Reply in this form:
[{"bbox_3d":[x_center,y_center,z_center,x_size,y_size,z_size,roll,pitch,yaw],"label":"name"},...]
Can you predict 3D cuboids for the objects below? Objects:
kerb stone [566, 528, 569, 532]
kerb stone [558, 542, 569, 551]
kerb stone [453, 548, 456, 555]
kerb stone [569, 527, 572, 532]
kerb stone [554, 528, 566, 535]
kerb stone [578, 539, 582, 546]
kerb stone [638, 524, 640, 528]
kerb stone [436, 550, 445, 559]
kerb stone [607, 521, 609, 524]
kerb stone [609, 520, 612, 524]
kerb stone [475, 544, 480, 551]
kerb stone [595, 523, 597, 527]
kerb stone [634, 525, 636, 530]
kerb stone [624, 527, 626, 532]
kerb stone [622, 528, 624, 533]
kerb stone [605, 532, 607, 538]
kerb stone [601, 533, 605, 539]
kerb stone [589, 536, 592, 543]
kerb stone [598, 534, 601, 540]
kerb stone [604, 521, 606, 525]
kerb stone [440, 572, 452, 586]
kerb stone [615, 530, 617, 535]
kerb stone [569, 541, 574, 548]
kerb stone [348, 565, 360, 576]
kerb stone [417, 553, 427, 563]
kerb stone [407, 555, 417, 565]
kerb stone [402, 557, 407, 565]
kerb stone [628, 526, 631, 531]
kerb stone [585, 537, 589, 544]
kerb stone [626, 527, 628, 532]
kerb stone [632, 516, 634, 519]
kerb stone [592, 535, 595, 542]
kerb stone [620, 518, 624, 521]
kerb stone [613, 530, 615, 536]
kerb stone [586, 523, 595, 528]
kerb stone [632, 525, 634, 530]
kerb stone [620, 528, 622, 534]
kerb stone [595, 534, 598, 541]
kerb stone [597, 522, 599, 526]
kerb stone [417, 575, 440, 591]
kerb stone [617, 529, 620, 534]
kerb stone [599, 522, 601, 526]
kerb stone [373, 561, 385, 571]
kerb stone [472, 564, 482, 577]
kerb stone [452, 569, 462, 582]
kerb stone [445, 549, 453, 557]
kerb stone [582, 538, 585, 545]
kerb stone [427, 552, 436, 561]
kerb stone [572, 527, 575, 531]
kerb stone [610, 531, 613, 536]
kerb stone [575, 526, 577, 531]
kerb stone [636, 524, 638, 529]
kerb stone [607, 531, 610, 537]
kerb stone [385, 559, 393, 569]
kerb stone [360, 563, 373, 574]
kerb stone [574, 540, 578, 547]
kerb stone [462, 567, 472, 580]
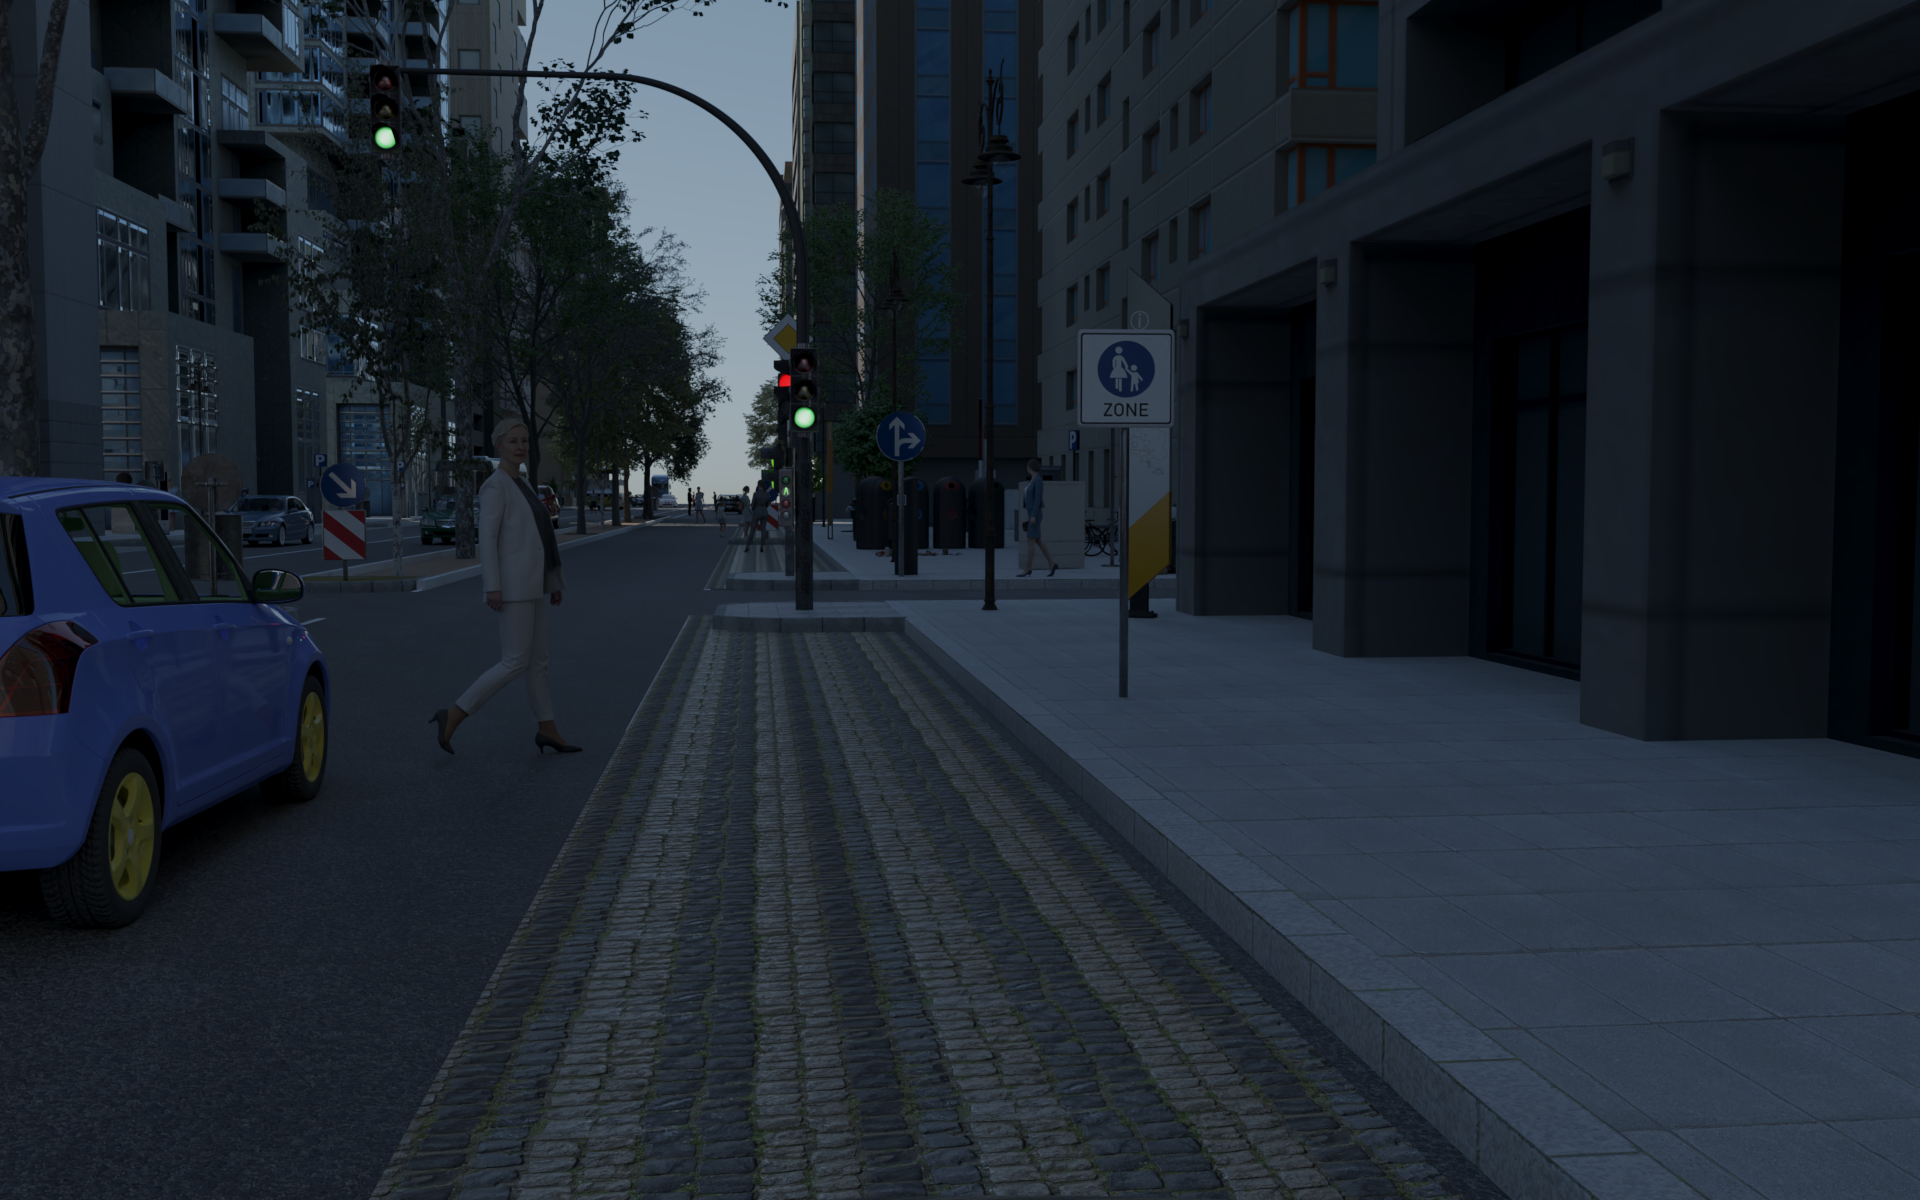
[{"bbox_3d":[-14.580,-2.537,63.668,0.120,0.150,1.000,0,4,-7],"label":"kerb stone"},{"bbox_3d":[-10.226,-1.366,44.530,0.120,0.150,1.000,0,4,-7],"label":"kerb stone"},{"bbox_3d":[-11.824,-1.101,40.270,0.120,0.150,1.000,0,4,-7],"label":"kerb stone"},{"bbox_3d":[-14.708,-2.599,64.686,0.120,0.150,1.000,0,4,-7],"label":"kerb stone"},{"bbox_3d":[-14.473,-2.474,62.652,0.120,0.150,1.000,0,4,-7],"label":"kerb stone"},{"bbox_3d":[-10.577,-1.553,47.588,0.120,0.150,1.000,0,4,-7],"label":"kerb stone"},{"bbox_3d":[-13.336,-2.985,71.000,0.120,0.150,1.000,0,4,-7],"label":"kerb stone"},{"bbox_3d":[-11.587,-0.981,38.230,0.120,0.150,1.000,0,4,-7],"label":"kerb stone"},{"bbox_3d":[-16.621,-3.592,80.978,0.120,0.150,1.000,0,4,-7],"label":"kerb stone"},{"bbox_3d":[-16.853,-3.720,83.015,0.120,0.150,1.000,0,4,-7],"label":"kerb stone"},{"bbox_3d":[-12.317,-1.352,44.350,0.120,0.150,1.000,0,4,-7],"label":"kerb stone"},{"bbox_3d":[-15.901,-3.217,74.876,0.120,0.150,1.000,0,4,-7],"label":"kerb stone"},{"bbox_3d":[-13.095,-2.858,68.961,0.120,0.150,1.000,0,4,-7],"label":"kerb stone"},{"bbox_3d":[-12.494,-2.549,63.876,0.120,0.150,1.000,0,4,-7],"label":"kerb stone"},{"bbox_3d":[-12.371,-2.487,62.861,0.120,0.150,1.000,0,4,-7],"label":"kerb stone"},{"bbox_3d":[-11.537,-2.047,55.727,0.120,0.150,1.000,0,4,-7],"label":"kerb stone"},{"bbox_3d":[-11.414,-1.988,54.707,0.120,0.150,1.000,0,4,-7],"label":"kerb stone"},{"bbox_3d":[-10.942,-1.740,50.642,0.120,0.150,1.000,0,4,-7],"label":"kerb stone"},{"bbox_3d":[-11.302,-1.925,53.691,0.120,0.150,1.000,0,4,-7],"label":"kerb stone"},{"bbox_3d":[-16.378,-3.471,78.948,0.120,0.150,1.000,0,4,-7],"label":"kerb stone"},{"bbox_3d":[-8.186,-0.306,27.239,0.120,0.150,1.000,0,4,-7],"label":"kerb stone"},{"bbox_3d":[-12.015,-2.300,59.798,0.120,0.150,1.000,0,4,-7],"label":"kerb stone"},{"bbox_3d":[-10.341,-1.428,45.550,0.120,0.150,1.000,0,4,-7],"label":"kerb stone"},{"bbox_3d":[-10.643,-0.483,30.100,0.120,0.150,1.000,0,4,-7],"label":"kerb stone"},{"bbox_3d":[-11.354,-0.857,36.200,0.120,0.150,1.000,0,4,-7],"label":"kerb stone"},{"bbox_3d":[-11.243,-0.792,35.184,0.120,0.150,1.000,0,4,-7],"label":"kerb stone"},{"bbox_3d":[-11.117,-0.731,34.170,0.120,0.150,1.000,0,4,-7],"label":"kerb stone"},{"bbox_3d":[-12.729,-2.674,65.916,0.120,0.150,1.000,0,4,-7],"label":"kerb stone"},{"bbox_3d":[-10.826,-1.676,49.621,0.120,0.150,1.000,0,4,-7],"label":"kerb stone"},{"bbox_3d":[-12.620,-2.611,64.891,0.120,0.150,1.000,0,4,-7],"label":"kerb stone"},{"bbox_3d":[-18.771,-4.716,99.305,0.120,0.150,1.000,0,4,-7],"label":"kerb stone"},{"bbox_3d":[-11.060,-1.802,51.657,0.120,0.150,1.000,0,4,-7],"label":"kerb stone"},{"bbox_3d":[-18.057,-4.341,93.191,0.120,0.150,1.000,0,4,-7],"label":"kerb stone"},{"bbox_3d":[-11.898,-2.238,58.783,0.120,0.150,1.000,0,4,-7],"label":"kerb stone"},{"bbox_3d":[-15.774,-3.160,73.862,0.120,0.150,1.000,0,4,-7],"label":"kerb stone"},{"bbox_3d":[-12.966,-2.798,67.946,0.120,0.150,1.000,0,4,-7],"label":"kerb stone"},{"bbox_3d":[-12.256,-2.425,61.837,0.120,0.150,1.000,0,4,-7],"label":"kerb stone"},{"bbox_3d":[-11.184,-1.864,52.672,0.120,0.150,1.000,0,4,-7],"label":"kerb stone"},{"bbox_3d":[-16.022,-3.284,75.891,0.120,0.150,1.000,0,4,-7],"label":"kerb stone"},{"bbox_3d":[-8.067,-0.246,26.218,0.120,0.150,1.000,0,4,-7],"label":"kerb stone"},{"bbox_3d":[-12.141,-2.362,60.821,0.120,0.150,1.000,0,4,-7],"label":"kerb stone"},{"bbox_3d":[-16.144,-3.346,76.910,0.120,0.150,1.000,0,4,-7],"label":"kerb stone"},{"bbox_3d":[-10.878,-0.608,32.135,0.120,0.150,1.000,0,4,-7],"label":"kerb stone"},{"bbox_3d":[-8.541,-0.495,30.285,0.120,0.150,1.000,0,4,-7],"label":"kerb stone"},{"bbox_3d":[-8.308,-0.371,28.254,0.120,0.150,1.000,0,4,-7],"label":"kerb stone"},{"bbox_3d":[-11.702,-1.038,39.249,0.120,0.150,1.000,0,4,-7],"label":"kerb stone"},{"bbox_3d":[-10.693,-1.614,48.608,0.120,0.150,1.000,0,4,-7],"label":"kerb stone"},{"bbox_3d":[-11.474,-0.917,37.215,0.120,0.150,1.000,0,4,-7],"label":"kerb stone"},{"bbox_3d":[-14.814,-2.662,65.712,0.120,0.150,1.000,0,4,-7],"label":"kerb stone"},{"bbox_3d":[-11.776,-2.175,57.761,0.120,0.150,1.000,0,4,-7],"label":"kerb stone"},{"bbox_3d":[-14.950,-2.721,66.729,0.120,0.150,1.000,0,4,-7],"label":"kerb stone"},{"bbox_3d":[-13.214,-2.922,69.986,0.120,0.150,1.000,0,4,-7],"label":"kerb stone"},{"bbox_3d":[-11.654,-2.111,56.742,0.120,0.150,1.000,0,4,-7],"label":"kerb stone"},{"bbox_3d":[-10.997,-0.670,33.150,0.120,0.150,1.000,0,4,-7],"label":"kerb stone"},{"bbox_3d":[-10.762,-0.546,31.116,0.120,0.150,1.000,0,4,-7],"label":"kerb stone"},{"bbox_3d":[-10.458,-1.491,46.572,0.120,0.150,1.000,0,4,-7],"label":"kerb stone"},{"bbox_3d":[-8.428,-0.432,29.269,0.120,0.150,1.000,0,4,-7],"label":"kerb stone"}]
